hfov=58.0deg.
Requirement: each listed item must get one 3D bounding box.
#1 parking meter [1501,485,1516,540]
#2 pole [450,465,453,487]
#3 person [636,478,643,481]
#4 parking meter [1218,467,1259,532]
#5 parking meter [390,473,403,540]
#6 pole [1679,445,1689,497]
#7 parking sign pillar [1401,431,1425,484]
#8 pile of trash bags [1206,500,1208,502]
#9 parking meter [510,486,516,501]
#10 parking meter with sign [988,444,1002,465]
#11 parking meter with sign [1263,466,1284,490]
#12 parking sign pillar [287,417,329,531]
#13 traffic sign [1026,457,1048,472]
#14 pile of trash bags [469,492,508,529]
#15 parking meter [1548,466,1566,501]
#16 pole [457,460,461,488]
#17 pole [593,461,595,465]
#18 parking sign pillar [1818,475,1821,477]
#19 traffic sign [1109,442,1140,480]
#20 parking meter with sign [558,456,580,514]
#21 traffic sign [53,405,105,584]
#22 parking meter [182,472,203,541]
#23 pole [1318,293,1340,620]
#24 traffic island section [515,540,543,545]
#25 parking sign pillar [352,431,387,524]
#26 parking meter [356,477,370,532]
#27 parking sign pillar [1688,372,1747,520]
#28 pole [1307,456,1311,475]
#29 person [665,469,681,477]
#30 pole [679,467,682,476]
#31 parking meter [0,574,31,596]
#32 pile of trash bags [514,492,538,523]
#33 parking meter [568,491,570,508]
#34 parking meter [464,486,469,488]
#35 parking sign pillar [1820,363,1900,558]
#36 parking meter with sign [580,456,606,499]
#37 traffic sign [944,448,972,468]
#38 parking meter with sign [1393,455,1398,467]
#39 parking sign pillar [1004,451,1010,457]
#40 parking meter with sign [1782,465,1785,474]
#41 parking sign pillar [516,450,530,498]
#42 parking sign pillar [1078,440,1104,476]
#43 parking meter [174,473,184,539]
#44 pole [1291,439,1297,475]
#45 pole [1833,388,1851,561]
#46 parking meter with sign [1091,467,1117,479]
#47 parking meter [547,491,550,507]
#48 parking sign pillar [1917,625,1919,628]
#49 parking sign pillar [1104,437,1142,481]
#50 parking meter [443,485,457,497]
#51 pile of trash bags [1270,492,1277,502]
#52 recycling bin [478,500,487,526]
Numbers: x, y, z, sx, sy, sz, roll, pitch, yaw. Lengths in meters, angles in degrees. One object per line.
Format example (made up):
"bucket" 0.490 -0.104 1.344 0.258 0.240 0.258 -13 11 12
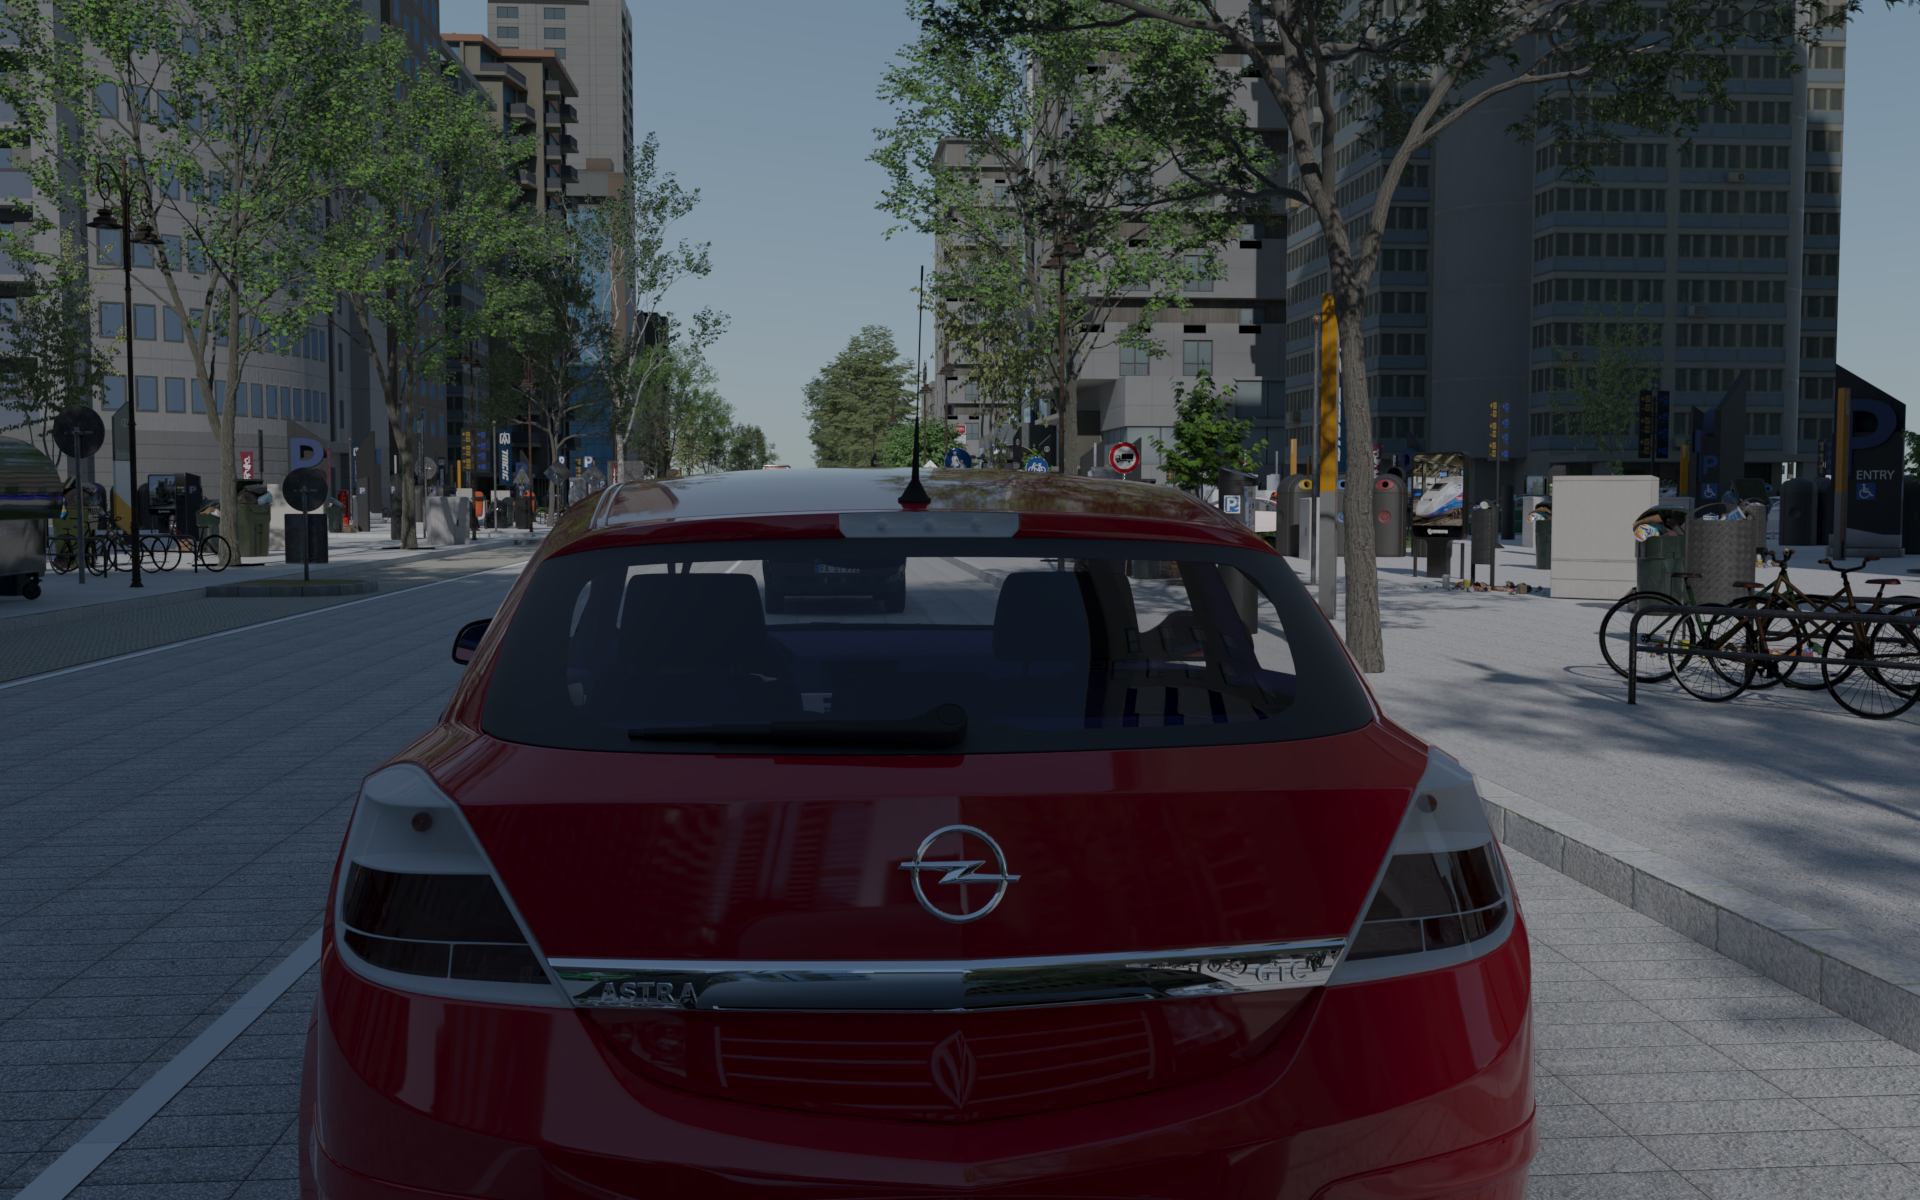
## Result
"parking meter" 15.404 -2.461 48.646 0.372 1.533 0.369 0 3 0
"pole" -35.463 -7.767 120.833 0.158 3.312 0.155 0 3 0
"person" -7.040 -1.774 37.859 0.623 1.781 0.721 -2 4 -28
"parking meter" 2.558 -0.460 15.924 0.372 1.533 0.369 0 3 0
"parking meter" -15.706 -2.607 48.341 0.399 1.863 0.255 3 5 43
"pole" 29.982 -4.773 71.884 0.158 3.312 0.155 0 3 0
"parking sign pillar" 19.231 -5.206 73.598 1.447 3.967 1.447 -1 4 -14
"pile of trash bags" 9.446 -3.222 62.435 1.912 1.369 3.447 0 3 0
"parking meter" -30.890 -6.982 119.872 0.399 1.863 0.255 2 4 33
"parking meter with sign" 0.699 -3.861 59.386 0.543 3.016 1.738 3 5 39
"parking meter with sign" 19.078 -6.774 107.016 1.738 3.016 0.543 1 4 15
"parking sign pillar" -22.699 -4.394 60.320 1.447 3.967 1.447 -2 4 -25
"traffic sign" 2.634 -3.626 59.384 0.768 2.556 0.104 0 3 0
"pile of trash bags" -17.862 -3.358 64.651 1.912 1.369 3.447 -1 4 -12
"parking meter" 12.170 -1.812 35.339 0.255 1.863 0.399 2 4 33
"pole" -30.398 -6.807 105.133 0.158 3.312 0.155 0 3 0
"pole" -22.426 -6.854 105.900 0.158 3.312 0.155 0 3 0
"parking sign pillar" 60.254 -8.168 122.013 1.447 3.967 1.447 2 4 30
"traffic sign" 4.032 -2.596 42.549 0.768 2.556 0.104 0 4 -1
"parking meter with sign" -17.613 -5.119 79.949 1.738 3.016 0.543 -3 5 -44
"traffic sign" -12.570 -1.505 24.719 0.768 2.556 0.104 0 4 3
"parking meter" -20.737 -2.520 46.917 0.399 1.863 0.255 -1 4 -14
"pole" 3.772 -1.458 17.690 0.158 3.312 0.155 0 3 0
"traffic island section" -11.603 -1.692 49.940 2.009 0.180 2.903 0 4 -5
"parking sign pillar" -25.450 -5.264 74.532 1.447 3.967 1.447 3 4 39
"parking meter" -20.251 -3.245 58.770 0.399 1.863 0.255 0 4 -3
"parking sign pillar" 16.768 -3.033 38.068 1.447 3.967 1.447 -3 5 -43
"pole" 18.665 -6.046 92.702 0.158 3.312 0.155 0 3 0
"person" -4.107 -1.023 25.402 0.473 1.802 0.592 2 4 28
"pole" -20.912 -8.310 129.704 0.158 3.312 0.155 0 3 0
"parking meter" -11.986 -0.988 21.862 0.399 1.863 0.255 1 4 22
"pile of trash bags" -20.133 -4.228 78.885 1.912 1.369 3.447 -3 4 -36
"parking meter" -21.236 -5.282 94.768 0.372 1.533 0.369 0 3 0
"parking meter" -32.951 -6.731 115.757 0.255 1.863 0.399 2 4 34
"parking sign pillar" 18.528 -2.867 35.351 1.447 3.967 1.447 2 4 33
"parking meter with sign" -16.388 -5.024 78.410 0.543 3.016 1.738 -3 5 -44
"traffic sign" -0.054 -2.929 47.994 0.768 2.556 0.104 0 4 -4
"parking meter with sign" 18.505 -4.937 76.975 1.738 3.016 0.543 0 4 0
"parking sign pillar" 2.430 -7.218 106.480 1.447 3.967 1.447 0 4 -6
"parking meter with sign" 50.738 -6.679 105.458 1.738 3.016 0.543 -1 4 -9
"parking sign pillar" -26.725 -7.194 106.086 1.447 3.967 1.447 -3 4 -38
"parking sign pillar" 6.510 -5.965 86.005 1.447 3.967 1.447 -2 4 -24
"parking meter" -22.067 -2.650 49.034 0.255 1.863 0.399 -2 4 -29
"pole" 12.337 -4.298 64.108 0.158 3.312 0.155 0 3 0
"pole" 17.001 -2.419 33.391 0.158 3.312 0.155 0 3 0
"parking meter with sign" 4.038 -3.195 48.500 1.738 3.016 0.543 0 4 0
"parking meter" -30.454 -7.346 128.520 0.372 1.533 0.369 0 3 0
"parking sign pillar" 9.847 -1.697 16.223 1.447 3.967 1.447 -3 5 -45
"parking sign pillar" 7.932 -5.716 81.926 1.447 3.967 1.447 -2 4 -29
"parking meter" -14.109 -2.418 47.941 0.372 1.533 0.369 0 3 0
"pile of trash bags" 12.721 -3.846 72.635 1.912 1.369 3.447 -1 4 -14
"recycling bin" -19.662 -3.545 70.513 0.722 1.027 0.722 0 4 -7
